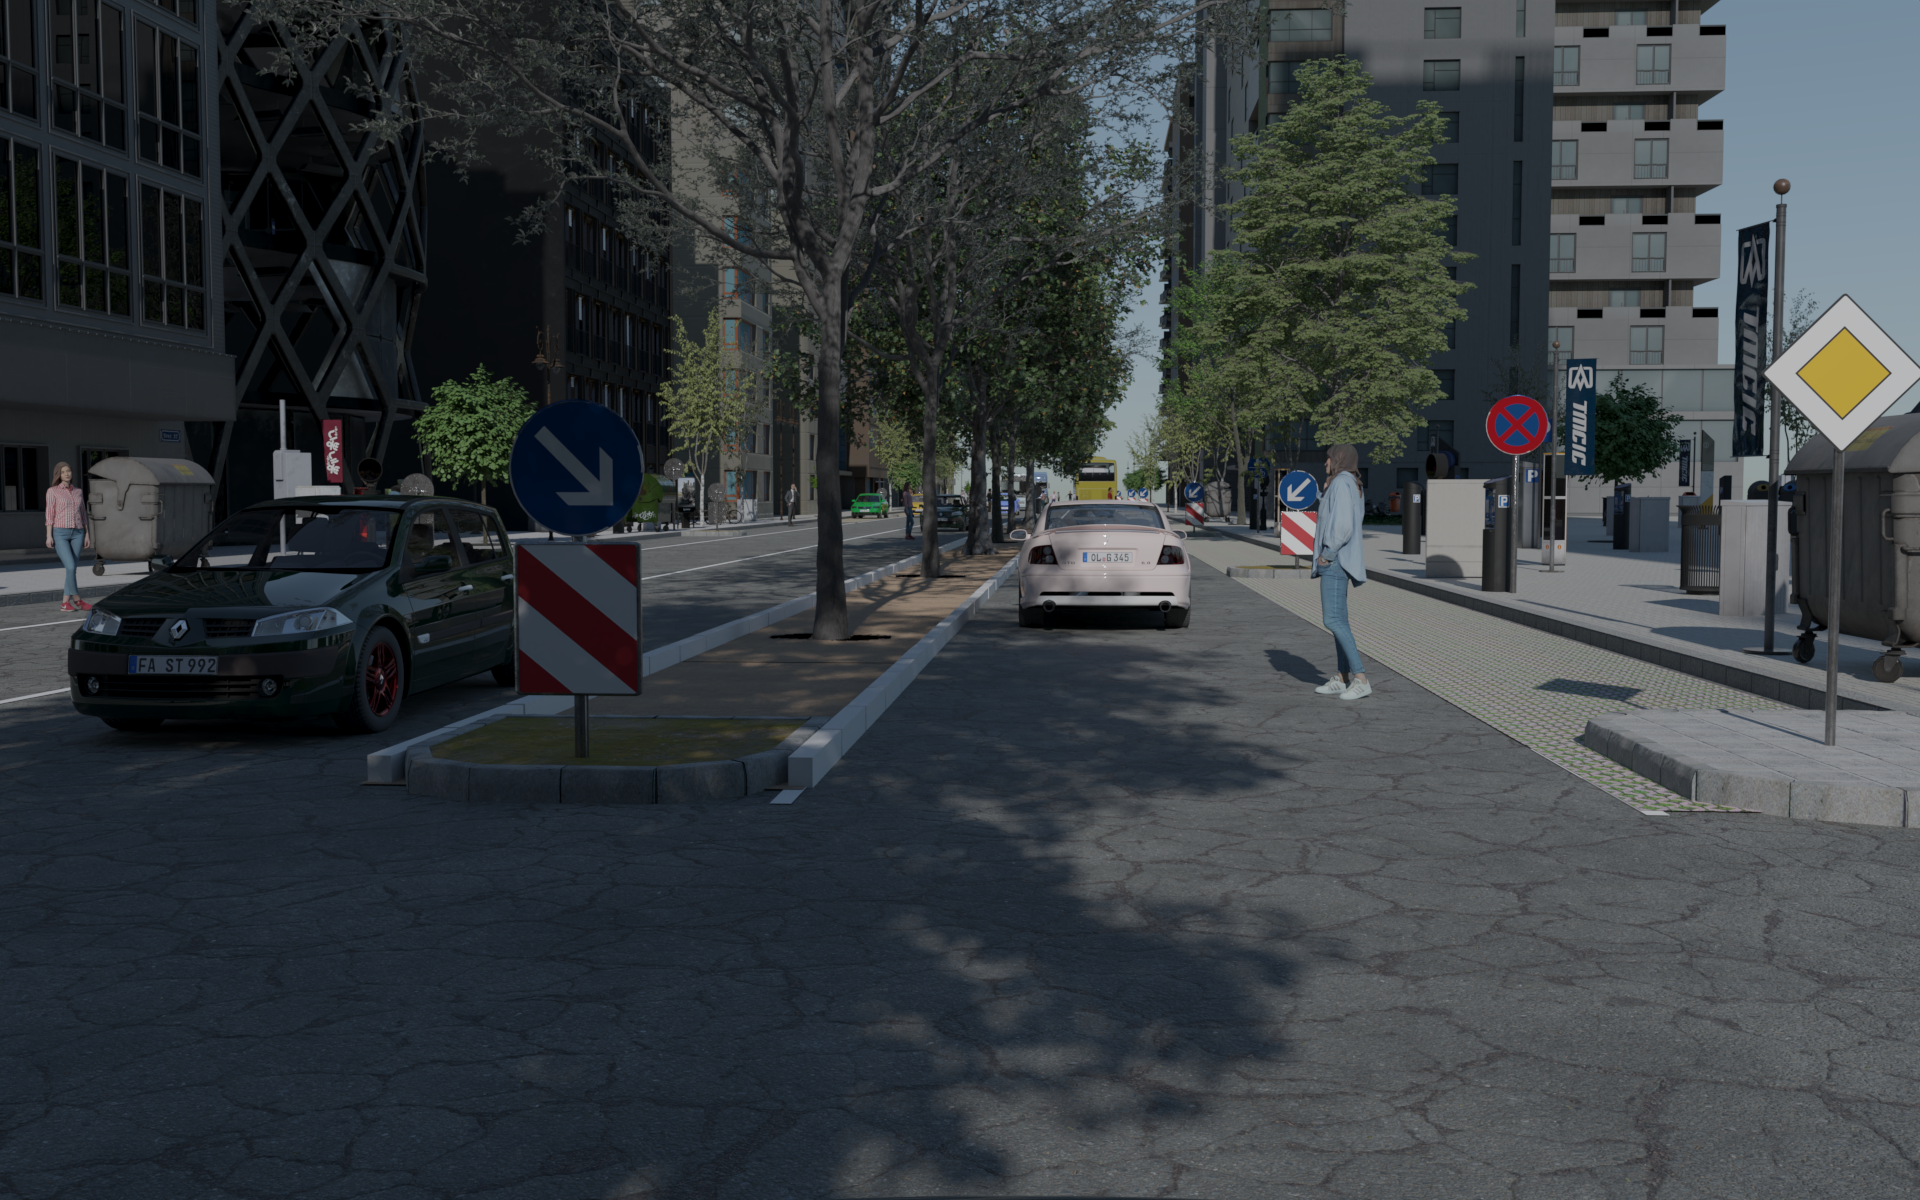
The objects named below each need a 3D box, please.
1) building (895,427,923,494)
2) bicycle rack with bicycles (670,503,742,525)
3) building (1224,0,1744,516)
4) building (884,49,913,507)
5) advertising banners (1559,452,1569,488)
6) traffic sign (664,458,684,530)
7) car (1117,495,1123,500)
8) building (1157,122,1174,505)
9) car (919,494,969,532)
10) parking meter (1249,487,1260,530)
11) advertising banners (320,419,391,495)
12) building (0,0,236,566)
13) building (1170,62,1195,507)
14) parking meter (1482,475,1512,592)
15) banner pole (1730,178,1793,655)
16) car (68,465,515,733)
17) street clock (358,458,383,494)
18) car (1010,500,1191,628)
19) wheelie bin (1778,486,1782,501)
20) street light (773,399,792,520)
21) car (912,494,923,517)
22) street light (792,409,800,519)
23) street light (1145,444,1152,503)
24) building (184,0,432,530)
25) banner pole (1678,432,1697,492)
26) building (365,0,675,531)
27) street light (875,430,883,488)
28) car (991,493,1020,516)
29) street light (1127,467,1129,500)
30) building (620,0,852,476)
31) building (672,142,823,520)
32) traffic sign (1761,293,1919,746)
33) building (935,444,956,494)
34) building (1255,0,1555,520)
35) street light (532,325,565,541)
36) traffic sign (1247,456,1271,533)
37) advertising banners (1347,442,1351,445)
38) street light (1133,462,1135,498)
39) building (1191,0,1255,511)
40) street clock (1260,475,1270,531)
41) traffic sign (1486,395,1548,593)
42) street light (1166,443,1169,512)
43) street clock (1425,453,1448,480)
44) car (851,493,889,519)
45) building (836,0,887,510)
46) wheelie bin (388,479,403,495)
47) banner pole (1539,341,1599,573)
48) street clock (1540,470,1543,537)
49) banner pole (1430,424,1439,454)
[{"bbox_3d":[-10.832,-33.624,199.856,14.600,45.320,14.200,0,4,4],"label":"building"},{"bbox_3d":[-10.836,-3.623,72.617,2.925,0.926,2.852,0,4,6],"label":"bicycle rack with bicycles"},{"bbox_3d":[31.768,-31.966,111.888,28.713,52.752,27.495,0,4,4],"label":"building"},{"bbox_3d":[-15.617,-45.462,181.552,20.563,71.187,20.611,0,4,4],"label":"building"},{"bbox_3d":[24.180,-4.609,71.552,2.074,3.025,0.090,2,4,31],"label":"advertising banners"},{"bbox_3d":[-10.149,-3.750,61.411,0.768,2.556,0.104,1,4,11],"label":"traffic sign"},{"bbox_3d":[18.876,-12.203,209.745,2.015,1.641,3.980,0,4,3],"label":"car"},{"bbox_3d":[34.423,-33.232,197.962,22.147,44.769,28.867,0,4,4],"label":"building"},{"bbox_3d":[-0.531,-3.501,67.028,2.009,1.686,4.222,0,4,5],"label":"car"},{"bbox_3d":[10.610,-3.298,62.333,0.372,1.533,0.369,0,3,0],"label":"parking meter"},{"bbox_3d":[-13.905,-2.706,40.437,2.074,3.025,0.090,0,4,6],"label":"advertising banners"},{"bbox_3d":[-22.812,-14.139,24.687,14.314,27.812,24.014,0,4,4],"label":"building"},{"bbox_3d":[28.876,-32.210,176.751,14.600,45.320,14.200,0,4,4],"label":"building"},{"bbox_3d":[7.071,-0.879,22.789,0.372,1.533,0.369,0,3,0],"label":"parking meter"},{"bbox_3d":[6.501,-1.472,14.082,0.401,3.779,0.863,0,4,-5],"label":"banner pole"},{"bbox_3d":[-4.189,-0.116,11.679,2.009,1.686,4.222,0,4,5],"label":"car"},{"bbox_3d":[-11.815,-1.845,34.735,0.471,2.002,0.358,-1,4,-18],"label":"street clock"},{"bbox_3d":[1.610,-0.466,19.978,2.083,1.381,4.827,0,4,3],"label":"car"},{"bbox_3d":[31.469,-3.538,65.755,0.980,1.594,0.693,0,4,6],"label":"wheelie bin"},{"bbox_3d":[-8.685,-6.810,84.129,0.468,5.910,1.993,0,4,4],"label":"street light"},{"bbox_3d":[-2.335,-5.916,106.956,2.015,1.641,3.980,0,4,4],"label":"car"},{"bbox_3d":[-8.397,-7.009,87.393,0.468,5.910,1.993,0,4,4],"label":"street light"},{"bbox_3d":[17.392,-11.336,158.139,0.468,5.910,1.993,0,4,4],"label":"street light"},{"bbox_3d":[-23.214,-10.885,45.419,16.820,18.784,16.811,0,4,4],"label":"building"},{"bbox_3d":[29.311,-4.874,69.705,0.401,3.779,0.863,-3,5,-41],"label":"banner pole"},{"bbox_3d":[-19.040,-14.510,66.910,12.332,23.373,15.834,0,4,4],"label":"building"},{"bbox_3d":[-5.783,-9.285,124.601,0.468,5.910,1.993,0,4,4],"label":"street light"},{"bbox_3d":[3.078,-6.513,116.072,1.945,1.707,3.694,0,4,6],"label":"car"},{"bbox_3d":[23.508,-16.495,242.474,0.468,5.910,1.993,0,4,4],"label":"street light"},{"bbox_3d":[-23.173,-32.987,128.570,28.713,52.752,27.495,0,4,4],"label":"building"},{"bbox_3d":[-23.549,-15.644,100.816,27.650,21.520,28.899,0,4,4],"label":"building"},{"bbox_3d":[4.438,-0.314,8.777,0.795,2.450,0.064,0,4,4],"label":"traffic sign"},{"bbox_3d":[-15.419,-23.118,223.014,27.650,21.520,28.899,0,4,4],"label":"building"},{"bbox_3d":[22.738,-19.615,92.402,14.160,30.474,14.107,0,4,4],"label":"building"},{"bbox_3d":[-11.264,-4.572,47.536,0.468,5.910,1.993,0,4,4],"label":"street light"},{"bbox_3d":[9.790,-3.466,56.782,0.768,2.556,0.104,1,4,9],"label":"traffic sign"},{"bbox_3d":[13.402,-3.845,59.058,0.090,3.025,2.074,2,4,25],"label":"advertising banners"},{"bbox_3d":[20.685,-14.258,205.902,0.468,5.910,1.993,0,4,4],"label":"street light"},{"bbox_3d":[29.507,-36.575,140.007,21.231,58.520,28.212,0,4,4],"label":"building"},{"bbox_3d":[10.658,-3.441,60.822,0.358,2.002,0.471,-1,4,-17],"label":"street clock"},{"bbox_3d":[7.165,-1.361,22.352,0.768,2.556,0.104,1,4,11],"label":"traffic sign"},{"bbox_3d":[14.627,-9.099,121.563,0.468,5.910,1.993,0,4,4],"label":"street light"},{"bbox_3d":[8.492,-1.610,30.901,0.358,2.002,0.471,-1,4,-10],"label":"street clock"},{"bbox_3d":[-5.261,-5.661,101.357,1.959,1.807,4.718,0,4,5],"label":"car"},{"bbox_3d":[-13.866,-30.512,148.988,14.600,45.320,14.200,0,4,4],"label":"building"},{"bbox_3d":[-12.009,-1.818,37.635,0.693,1.594,0.980,1,4,20],"label":"wheelie bin"},{"bbox_3d":[9.934,-2.339,28.255,0.863,3.779,0.401,2,4,25],"label":"banner pole"},{"bbox_3d":[17.253,-2.862,51.357,0.358,2.002,0.471,-1,4,-17],"label":"street clock"},{"bbox_3d":[17.145,-4.440,62.616,0.401,3.779,0.863,0,4,-6],"label":"banner pole"}]
